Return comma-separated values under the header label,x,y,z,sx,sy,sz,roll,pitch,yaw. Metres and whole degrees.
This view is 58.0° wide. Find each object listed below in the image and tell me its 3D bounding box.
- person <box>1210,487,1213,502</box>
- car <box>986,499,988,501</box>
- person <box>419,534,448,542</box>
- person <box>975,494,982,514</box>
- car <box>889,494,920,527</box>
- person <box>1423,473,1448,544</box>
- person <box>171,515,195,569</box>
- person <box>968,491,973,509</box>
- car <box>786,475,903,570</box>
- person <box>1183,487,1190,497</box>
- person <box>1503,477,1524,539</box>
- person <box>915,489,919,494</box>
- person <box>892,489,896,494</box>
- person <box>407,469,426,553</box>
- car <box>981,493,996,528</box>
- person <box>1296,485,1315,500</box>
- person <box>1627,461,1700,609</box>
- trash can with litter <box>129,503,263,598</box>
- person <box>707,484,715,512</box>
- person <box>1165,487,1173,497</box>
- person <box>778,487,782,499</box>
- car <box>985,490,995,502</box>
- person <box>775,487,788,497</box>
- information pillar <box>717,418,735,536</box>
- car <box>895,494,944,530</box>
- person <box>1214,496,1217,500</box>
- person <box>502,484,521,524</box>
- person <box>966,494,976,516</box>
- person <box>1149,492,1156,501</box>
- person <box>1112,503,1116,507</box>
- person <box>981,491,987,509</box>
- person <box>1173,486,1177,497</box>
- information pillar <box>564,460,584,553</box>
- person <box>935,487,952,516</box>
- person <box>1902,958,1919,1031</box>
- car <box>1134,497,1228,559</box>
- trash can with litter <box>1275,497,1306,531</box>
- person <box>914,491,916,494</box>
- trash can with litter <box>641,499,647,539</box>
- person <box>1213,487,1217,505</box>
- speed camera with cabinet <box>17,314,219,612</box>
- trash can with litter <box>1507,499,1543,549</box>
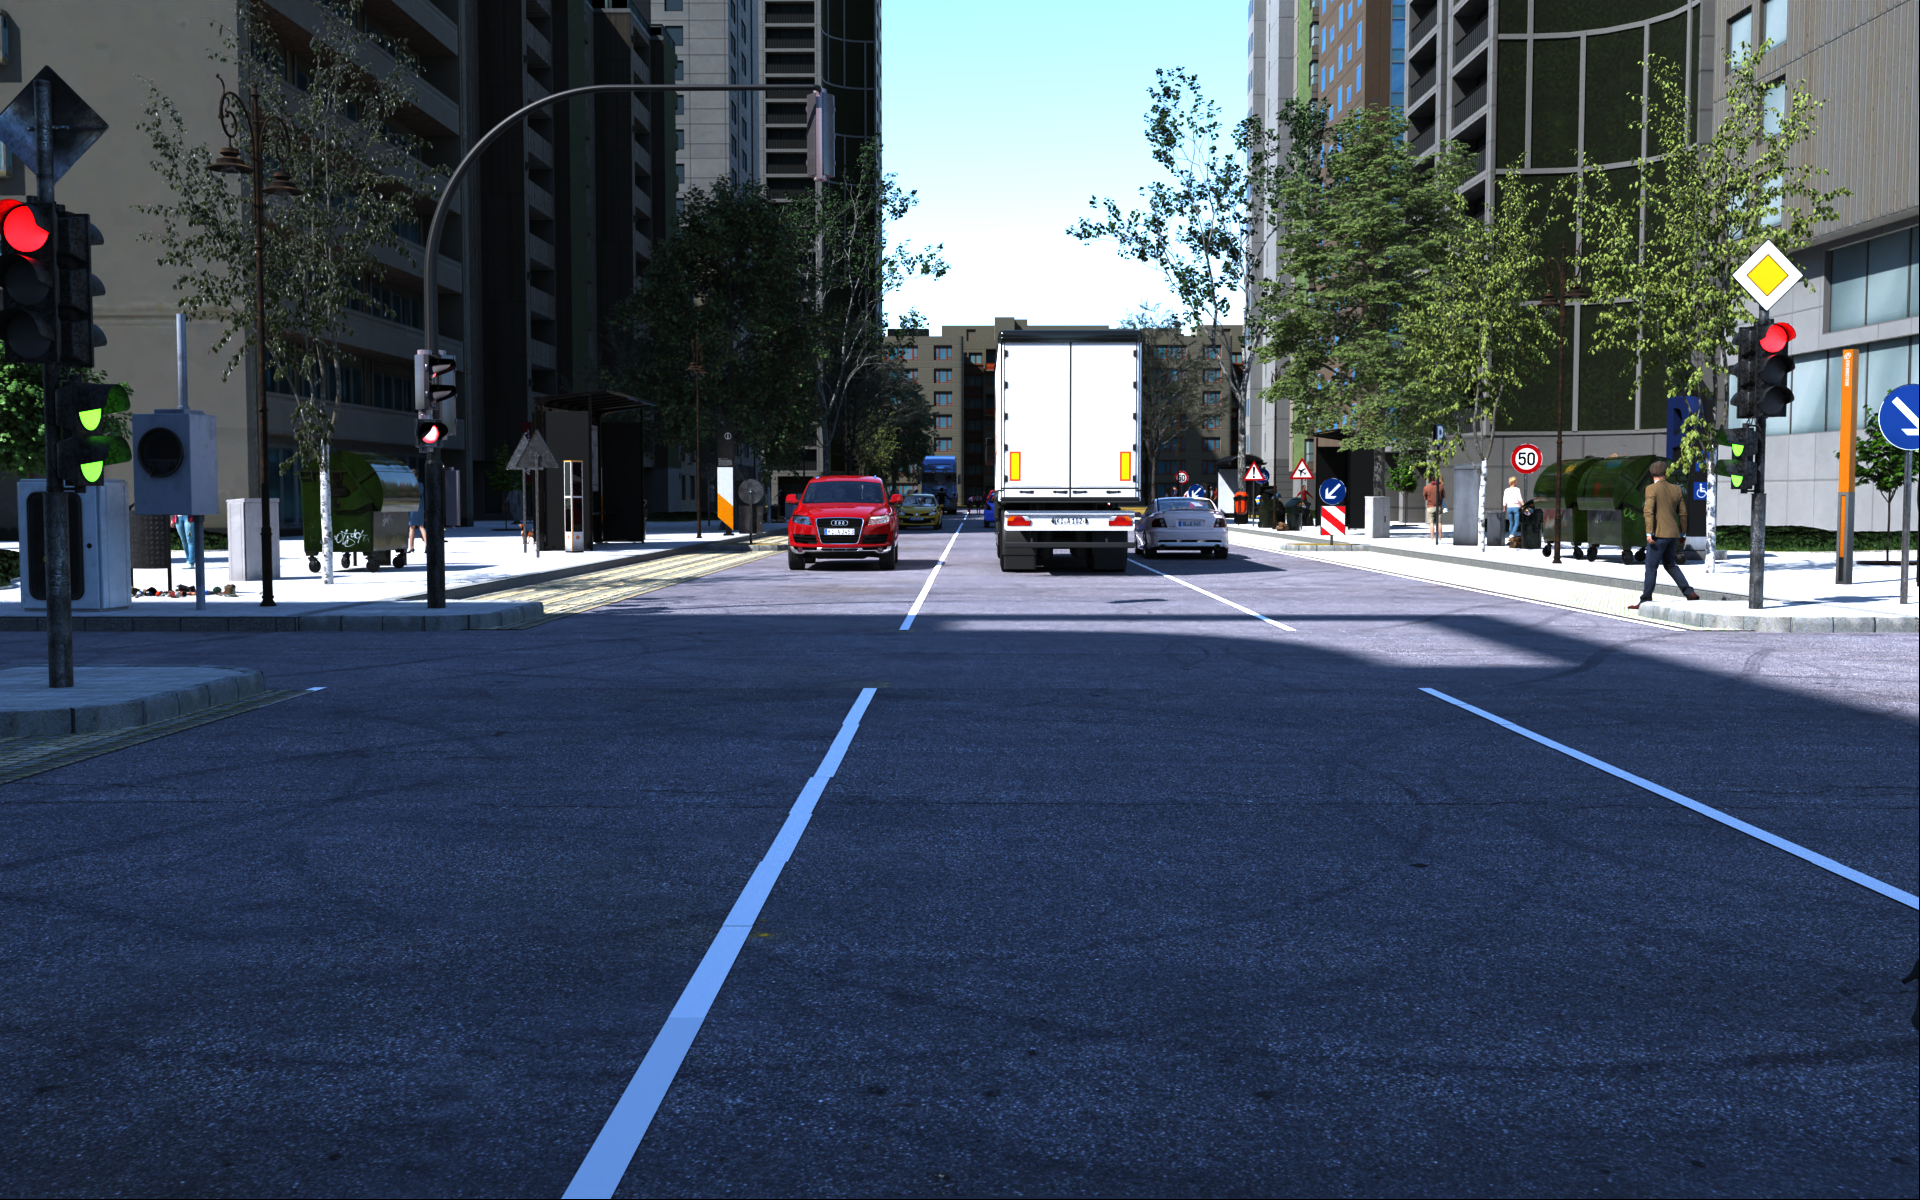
label,x,y,z,sx,sy,sz,roll,pitch,yaw
person,18.400,-7.398,127.079,0.705,1.814,1.350,0,4,5
car,2.888,-6.852,121.063,2.155,1.783,4.494,0,4,1
person,-13.896,-2.436,45.783,0.836,1.842,0.656,-3,5,-43
person,1.335,-6.903,124.558,0.628,1.438,0.799,-3,5,-40
car,-2.594,-3.993,77.077,2.131,1.459,4.920,0,4,2
person,12.258,-2.360,44.607,0.573,1.828,0.580,3,5,41
person,-13.229,-1.395,29.685,0.563,1.720,0.643,1,4,14
person,1.036,-9.845,170.174,0.721,1.735,1.217,-1,4,-15
car,-2.266,-1.576,34.442,2.281,1.827,5.304,0,4,-1
person,13.668,-5.870,102.954,0.756,1.711,0.436,0,4,2
person,14.675,-2.392,45.818,0.731,1.740,0.598,3,4,36
person,-2.552,-5.785,104.017,0.756,1.711,0.436,-1,4,-14
person,-3.558,-5.175,93.866,0.466,1.731,0.760,-2,4,-29
person,-11.743,-1.916,37.397,0.654,1.822,0.581,3,5,43
car,1.889,-4.003,75.041,1.945,1.707,3.694,0,4,1
person,21.252,-6.174,106.923,1.348,1.831,0.705,-1,4,-18
person,8.684,-0.788,21.302,0.836,1.842,0.656,2,4,35
trash can with litter,-9.853,-0.654,21.750,2.233,1.210,1.678,0,4,3
person,-13.245,-5.238,91.869,0.526,1.800,0.537,2,4,28
person,9.091,-4.107,76.236,0.643,1.750,0.593,1,4,18
person,-14.241,-8.130,138.834,0.709,1.838,0.599,1,4,9
car,3.306,-8.636,149.873,2.281,1.827,5.304,0,4,-1
person,-13.938,-7.956,136.138,1.348,1.822,0.705,-1,4,-20
information pillar,-7.224,-3.795,53.395,0.504,3.616,0.183,-1,4,-14
car,-1.636,-3.674,70.298,2.015,1.641,3.980,0,4,2
person,16.002,-6.133,106.299,0.705,1.826,1.348,3,4,39
person,-18.924,-4.108,73.332,0.853,1.813,0.709,1,4,20
person,0.741,-6.318,115.036,0.697,1.427,0.421,0,4,6
person,16.024,-8.412,144.124,0.434,1.755,0.990,3,5,43
person,9.523,-6.076,107.832,0.705,1.826,1.348,-3,5,-40
person,2.269,-9.451,163.935,0.541,1.710,0.530,2,4,33
person,13.144,-6.085,105.986,0.568,1.767,0.683,-2,4,-24
information pillar,-8.459,-2.046,37.942,0.304,2.012,0.304,-3,5,-45
person,-1.214,-6.518,114.708,1.348,1.869,0.705,0,4,-3
person,2.755,0.239,4.472,0.818,1.842,0.514,-1,4,-11
car,5.054,-1.679,39.821,2.083,1.381,4.827,0,4,2
trash can with litter,11.472,-2.983,60.165,1.055,1.170,0.624,-3,5,-40
person,-4.113,-9.346,162.011,0.721,1.736,1.217,-2,4,-26
trash can with litter,-9.210,-2.280,48.661,0.624,1.170,1.055,-2,4,-35
person,20.529,-8.102,138.451,1.348,1.831,0.705,0,4,-4
speed camera with cabinet,-9.252,-1.509,19.000,2.038,3.252,0.660,0,4,7
trash can with litter,13.261,-1.796,40.751,0.624,1.170,1.055,-1,4,-19
